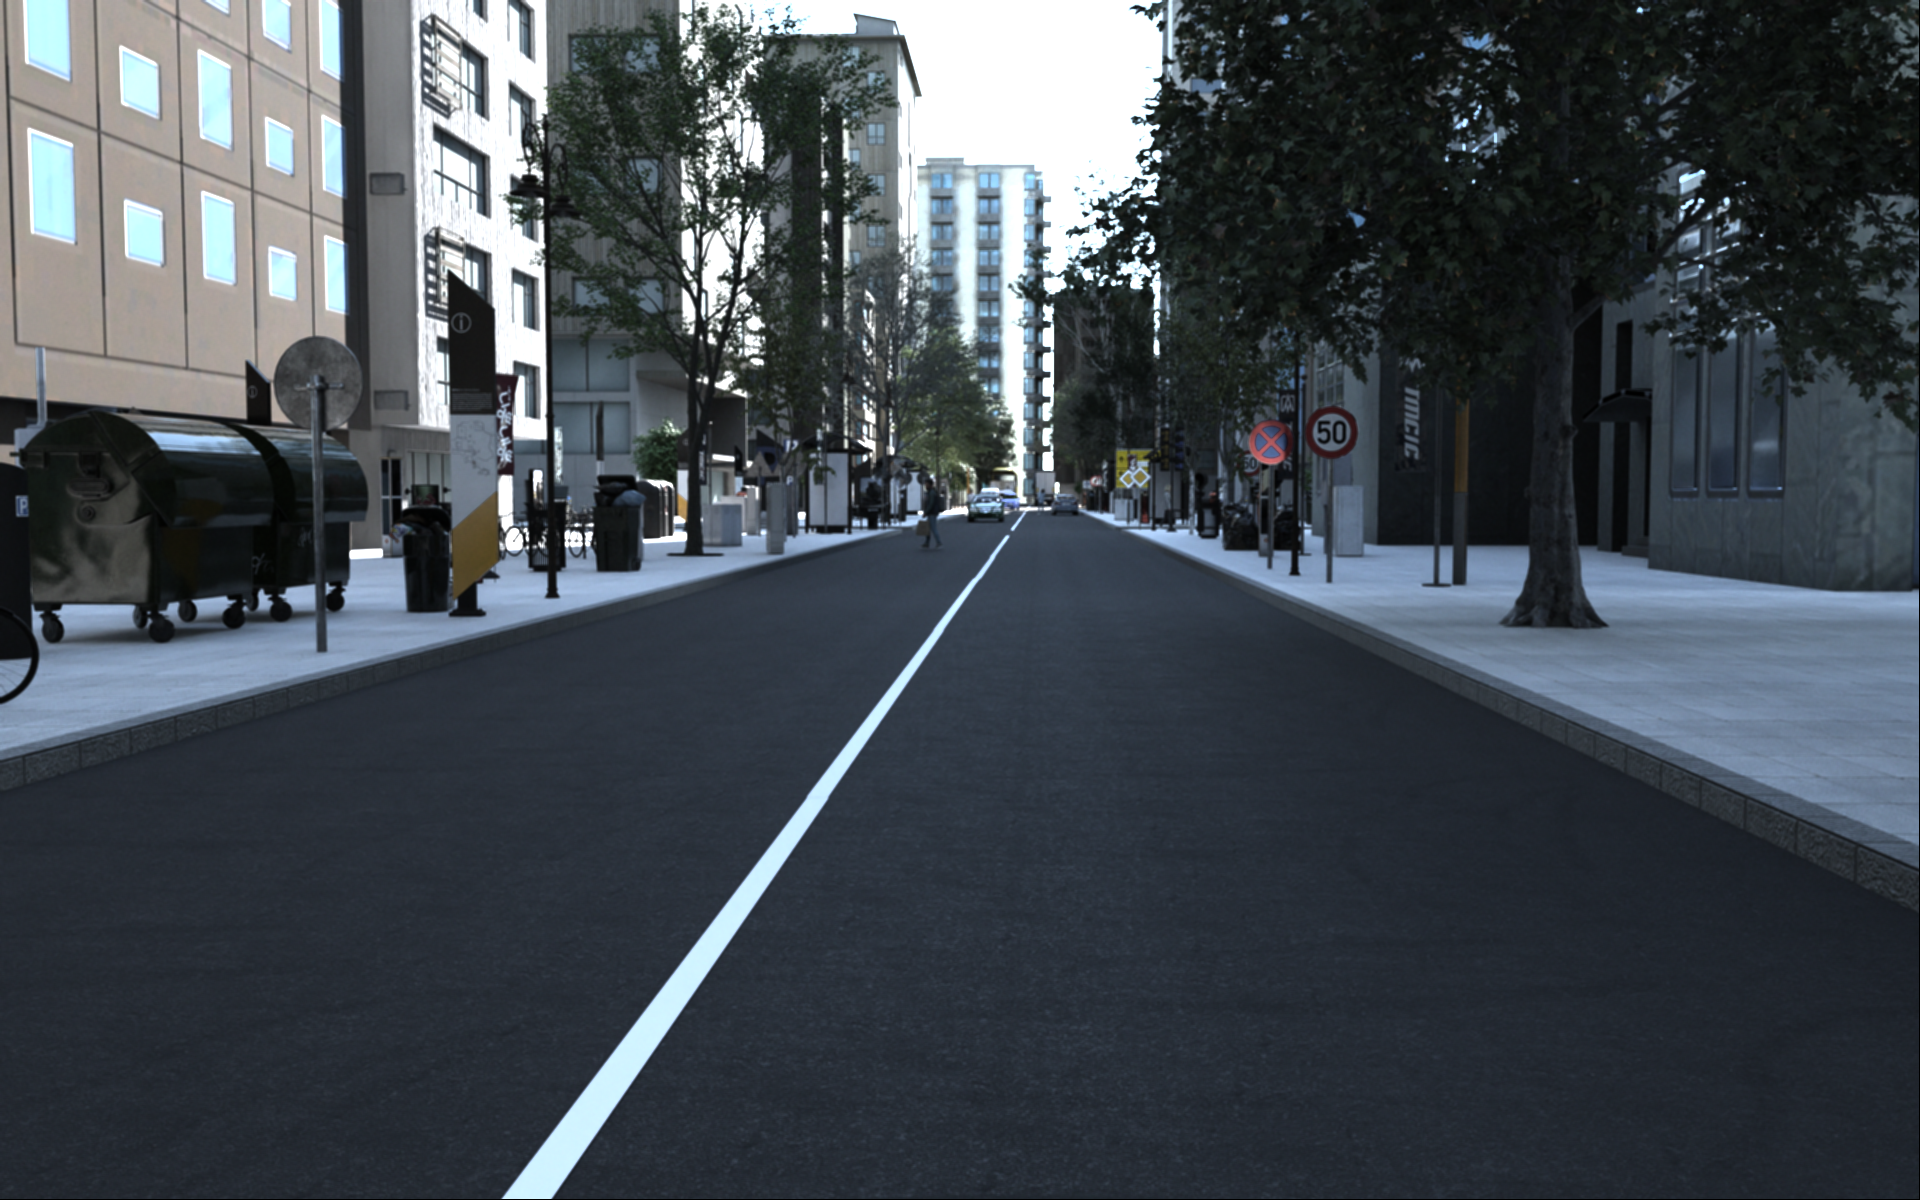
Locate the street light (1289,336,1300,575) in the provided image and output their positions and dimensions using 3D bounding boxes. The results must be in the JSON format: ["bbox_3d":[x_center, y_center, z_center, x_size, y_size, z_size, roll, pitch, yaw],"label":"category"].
[{"bbox_3d":[5.297,-3.330,27.231,0.468,5.910,1.993,0,4,3],"label":"street light"}]

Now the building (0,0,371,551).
[{"bbox_3d":[-20.506,-23.303,31.109,14.600,45.320,14.200,0,4,3],"label":"building"}]

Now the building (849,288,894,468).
[{"bbox_3d":[-21.116,-19.306,160.686,27.650,21.520,28.899,0,4,3],"label":"building"}]

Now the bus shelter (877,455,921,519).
[{"bbox_3d":[-3.388,-5.974,91.598,2.014,3.302,5.546,0,4,3],"label":"bus shelter"}]

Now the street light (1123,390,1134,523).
[{"bbox_3d":[7.537,-6.393,77.314,0.468,5.910,1.993,0,4,3],"label":"street light"}]

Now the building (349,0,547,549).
[{"bbox_3d":[-19.106,-22.177,46.196,14.086,41.232,14.154,0,4,3],"label":"building"}]

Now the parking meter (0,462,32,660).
[{"bbox_3d":[-7.462,-0.312,13.506,0.372,1.533,0.369,0,3,0],"label":"parking meter"}]

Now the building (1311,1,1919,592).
[{"bbox_3d":[21.363,-44.191,35.200,22.319,86.520,31.000,0,4,3],"label":"building"}]

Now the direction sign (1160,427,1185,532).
[{"bbox_3d":[7.216,-4.093,58.919,0.876,3.537,0.379,2,4,30],"label":"direction sign"}]

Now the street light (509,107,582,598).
[{"bbox_3d":[-5.037,-2.963,21.226,0.468,5.910,1.993,0,4,3],"label":"street light"}]

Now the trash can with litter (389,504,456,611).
[{"bbox_3d":[-5.904,-0.475,19.147,0.624,1.170,1.055,-1,4,-8],"label":"trash can with litter"}]

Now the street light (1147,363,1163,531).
[{"bbox_3d":[6.799,-5.371,60.611,0.468,5.910,1.993,0,4,3],"label":"street light"}]

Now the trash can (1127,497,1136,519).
[{"bbox_3d":[8.924,-4.745,89.228,0.748,1.137,0.748,0,3,0],"label":"trash can"}]

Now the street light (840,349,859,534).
[{"bbox_3d":[-3.534,-5.040,55.184,0.468,5.910,1.993,0,4,3],"label":"street light"}]

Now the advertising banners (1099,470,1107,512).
[{"bbox_3d":[10.465,-7.854,124.597,0.090,3.025,2.074,2,4,30],"label":"advertising banners"}]

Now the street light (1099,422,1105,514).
[{"bbox_3d":[9.099,-8.446,110.880,0.468,5.910,1.993,0,4,3],"label":"street light"}]

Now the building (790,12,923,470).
[{"bbox_3d":[-18.855,-37.324,199.487,27.495,52.752,28.713,0,4,3],"label":"building"}]

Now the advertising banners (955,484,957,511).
[{"bbox_3d":[-0.299,-8.185,130.014,0.090,3.025,2.074,0,4,1],"label":"advertising banners"}]

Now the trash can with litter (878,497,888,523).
[{"bbox_3d":[-3.587,-4.033,77.333,1.055,1.170,0.624,0,4,3],"label":"trash can with litter"}]

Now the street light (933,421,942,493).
[{"bbox_3d":[-1.344,-8.005,103.673,0.468,5.910,1.993,0,4,3],"label":"street light"}]

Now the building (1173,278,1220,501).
[{"bbox_3d":[25.595,-23.223,151.399,14.160,30.474,14.107,0,4,3],"label":"building"}]

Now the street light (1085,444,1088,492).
[{"bbox_3d":[10.624,-10.488,144.259,0.468,5.910,1.993,0,4,3],"label":"street light"}]

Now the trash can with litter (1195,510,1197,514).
[{"bbox_3d":[14.738,-6.269,113.563,2.233,1.210,1.678,0,4,4],"label":"trash can with litter"}]

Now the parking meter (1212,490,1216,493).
[{"bbox_3d":[15.530,-5.935,105.444,0.372,1.533,0.369,0,3,0],"label":"parking meter"}]

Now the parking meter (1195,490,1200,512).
[{"bbox_3d":[15.866,-6.548,115.466,0.372,1.533,0.369,0,3,0],"label":"parking meter"}]

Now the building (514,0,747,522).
[{"bbox_3d":[-25.357,-30.685,90.942,28.713,52.752,27.495,0,4,3],"label":"building"}]

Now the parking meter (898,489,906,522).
[{"bbox_3d":[-2.708,-4.421,80.701,0.372,1.533,0.369,0,3,0],"label":"parking meter"}]

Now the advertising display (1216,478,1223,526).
[{"bbox_3d":[10.534,-3.958,69.932,0.123,1.923,0.974,2,4,26],"label":"advertising display"}]

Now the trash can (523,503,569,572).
[{"bbox_3d":[-6.855,-1.045,28.738,0.748,1.137,0.748,0,3,0],"label":"trash can"}]

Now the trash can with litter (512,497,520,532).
[{"bbox_3d":[-15.845,-2.880,58.143,2.233,1.210,1.678,0,4,7],"label":"trash can with litter"}]

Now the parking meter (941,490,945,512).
[{"bbox_3d":[-1.249,-6.956,122.148,0.372,1.533,0.369,0,3,0],"label":"parking meter"}]

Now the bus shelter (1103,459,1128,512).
[{"bbox_3d":[10.785,-7.860,119.800,1.731,3.624,6.357,0,4,3],"label":"bus shelter"}]

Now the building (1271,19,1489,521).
[{"bbox_3d":[23.169,-26.499,83.373,14.200,45.320,14.600,0,4,3],"label":"building"}]

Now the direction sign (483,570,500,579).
[{"bbox_3d":[-7.210,-2.098,26.303,0.379,3.537,0.876,0,4,4],"label":"direction sign"}]

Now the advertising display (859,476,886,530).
[{"bbox_3d":[-3.138,-3.491,62.288,0.974,1.923,0.123,0,4,2],"label":"advertising display"}]

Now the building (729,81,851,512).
[{"bbox_3d":[-15.494,-21.486,123.001,14.160,30.474,14.107,0,4,3],"label":"building"}]

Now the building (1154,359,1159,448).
[{"bbox_3d":[41.674,-24.646,248.000,28.899,21.520,27.650,0,4,3],"label":"building"}]

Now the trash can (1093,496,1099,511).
[{"bbox_3d":[10.422,-7.310,131.171,0.748,1.137,0.748,0,3,0],"label":"trash can"}]

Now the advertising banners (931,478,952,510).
[{"bbox_3d":[-1.489,-8.851,140.908,2.074,3.025,0.090,2,4,28],"label":"advertising banners"}]

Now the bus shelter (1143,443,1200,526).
[{"bbox_3d":[8.685,-4.731,71.275,2.014,3.302,5.546,0,4,3],"label":"bus shelter"}]

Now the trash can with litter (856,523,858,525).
[{"bbox_3d":[-5.102,-3.724,71.951,1.678,1.210,2.233,0,4,7],"label":"trash can with litter"}]

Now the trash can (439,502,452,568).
[{"bbox_3d":[-8.752,-1.142,30.320,0.748,1.137,0.748,0,3,0],"label":"trash can"}]

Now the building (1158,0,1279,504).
[{"bbox_3d":[30.387,-38.535,172.052,21.231,58.520,28.212,0,4,3],"label":"building"}]

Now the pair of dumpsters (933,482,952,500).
[{"bbox_3d":[-1.493,-8.059,134.262,1.574,2.255,4.437,0,4,3],"label":"pair of dumpsters"}]

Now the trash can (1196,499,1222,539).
[{"bbox_3d":[7.206,-2.354,50.143,0.748,1.137,0.748,0,3,0],"label":"trash can"}]

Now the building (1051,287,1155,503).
[{"bbox_3d":[19.932,-28.823,242.949,14.107,30.474,14.160,0,4,3],"label":"building"}]

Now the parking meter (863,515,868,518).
[{"bbox_3d":[-5.045,-5.202,93.462,0.372,1.533,0.369,0,3,0],"label":"parking meter"}]

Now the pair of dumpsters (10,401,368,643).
[{"bbox_3d":[-7.330,-0.879,16.872,1.574,2.255,4.437,0,4,2],"label":"pair of dumpsters"}]

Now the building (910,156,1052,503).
[{"bbox_3d":[-2.106,-38.449,248.250,30.456,49.044,23.786,0,4,3],"label":"building"}]

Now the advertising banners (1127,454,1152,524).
[{"bbox_3d":[8.095,-4.843,75.365,2.074,3.025,0.090,3,5,43],"label":"advertising banners"}]

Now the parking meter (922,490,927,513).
[{"bbox_3d":[-2.702,-7.558,131.983,0.372,1.533,0.369,0,3,0],"label":"parking meter"}]

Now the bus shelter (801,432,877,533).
[{"bbox_3d":[-4.197,-3.986,59.092,2.014,3.302,5.546,0,4,3],"label":"bus shelter"}]

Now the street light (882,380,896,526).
[{"bbox_3d":[-2.875,-5.964,70.295,0.468,5.910,1.993,0,4,3],"label":"street light"}]

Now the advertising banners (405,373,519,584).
[{"bbox_3d":[-7.014,-1.736,24.579,0.090,3.025,2.074,2,4,33],"label":"advertising banners"}]

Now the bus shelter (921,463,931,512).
[{"bbox_3d":[-2.976,-6.982,108.087,2.014,3.302,5.546,0,4,3],"label":"bus shelter"}]
